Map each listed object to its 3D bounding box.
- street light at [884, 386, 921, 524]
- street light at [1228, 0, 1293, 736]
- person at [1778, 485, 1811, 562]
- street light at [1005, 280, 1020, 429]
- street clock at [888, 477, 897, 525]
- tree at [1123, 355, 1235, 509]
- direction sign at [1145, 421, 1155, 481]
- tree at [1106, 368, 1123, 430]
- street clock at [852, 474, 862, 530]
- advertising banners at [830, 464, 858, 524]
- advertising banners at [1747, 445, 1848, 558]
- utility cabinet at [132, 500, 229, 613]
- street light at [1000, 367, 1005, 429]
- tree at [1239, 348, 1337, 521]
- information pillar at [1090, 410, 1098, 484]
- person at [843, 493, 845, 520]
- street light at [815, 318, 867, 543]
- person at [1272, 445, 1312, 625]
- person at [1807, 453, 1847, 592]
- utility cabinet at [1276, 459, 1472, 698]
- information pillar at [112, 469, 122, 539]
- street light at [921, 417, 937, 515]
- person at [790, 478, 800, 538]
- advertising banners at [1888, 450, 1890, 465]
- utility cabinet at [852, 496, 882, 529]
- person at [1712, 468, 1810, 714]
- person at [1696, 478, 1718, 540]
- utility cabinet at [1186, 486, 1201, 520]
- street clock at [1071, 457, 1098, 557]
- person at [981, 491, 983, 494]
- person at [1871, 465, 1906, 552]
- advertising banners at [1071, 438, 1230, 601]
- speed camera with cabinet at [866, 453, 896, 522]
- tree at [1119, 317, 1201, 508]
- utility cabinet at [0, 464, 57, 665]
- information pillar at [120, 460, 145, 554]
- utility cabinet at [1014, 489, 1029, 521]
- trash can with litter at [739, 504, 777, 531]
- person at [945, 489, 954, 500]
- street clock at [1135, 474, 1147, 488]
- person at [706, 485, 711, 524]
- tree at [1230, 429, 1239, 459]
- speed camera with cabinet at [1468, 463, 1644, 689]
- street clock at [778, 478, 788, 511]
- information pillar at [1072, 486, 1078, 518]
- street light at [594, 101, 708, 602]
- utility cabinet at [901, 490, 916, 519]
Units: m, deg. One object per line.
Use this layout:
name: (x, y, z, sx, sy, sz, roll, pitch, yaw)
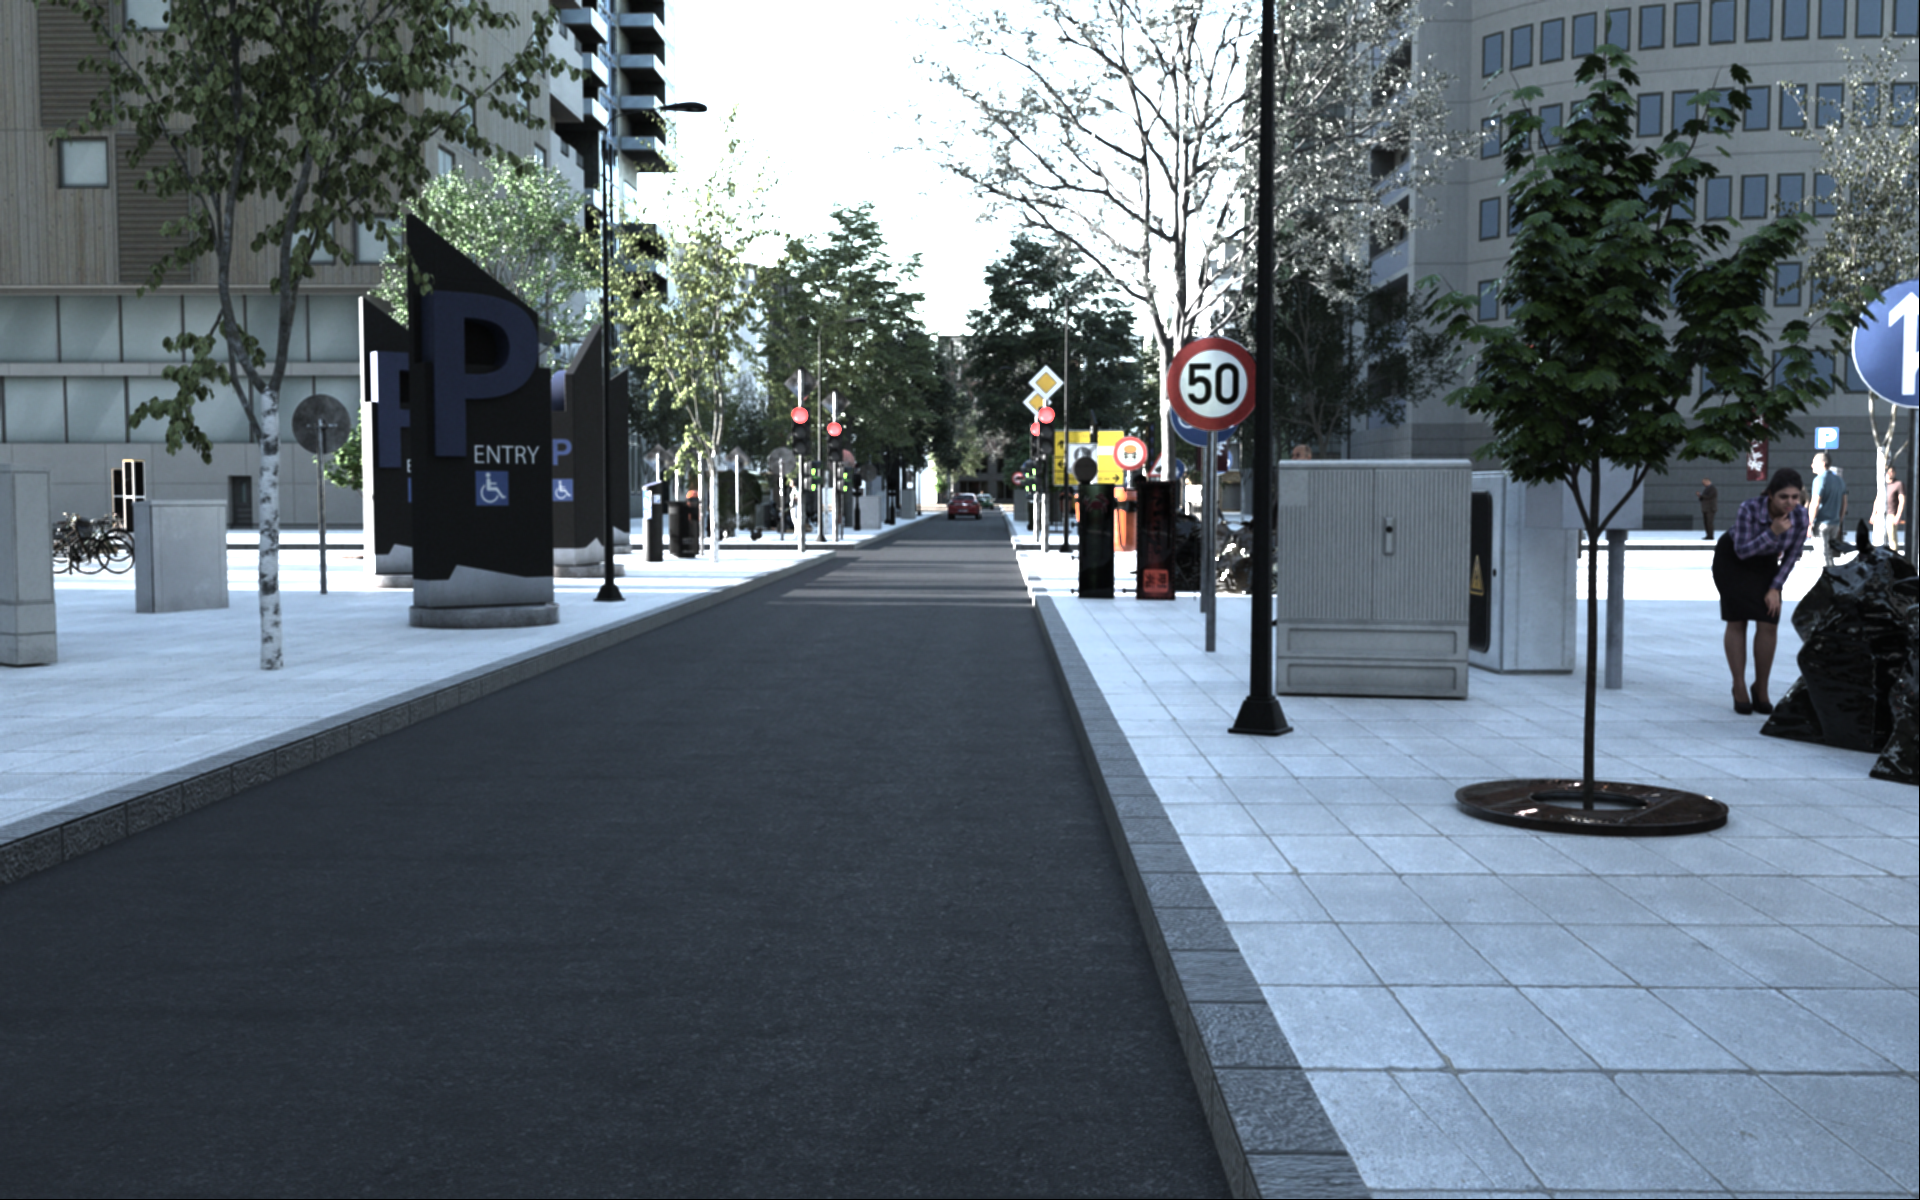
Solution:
street light: (-2.572, -6.234, 74.467, 1.470, 5.913, 1.316, 0, 4, 1)
street light: (1.082, -2.241, 9.186, 1.470, 5.913, 1.316, 0, 4, 1)
person: (15.729, -1.617, 33.016, 0.750, 1.759, 0.617, -2, 4, -27)
street light: (1.777, -3.983, 37.666, 1.470, 5.913, 1.316, 0, 4, 1)
street clock: (-2.831, -4.148, 72.396, 0.358, 2.002, 0.471, -2, 4, -24)
tree: (11.785, -8.603, 91.018, 4.737, 8.622, 4.395, 0, 3, 0)
direction sign: (5.950, -3.819, 54.435, 0.379, 3.537, 0.876, -1, 4, -12)
tree: (8.511, -9.122, 99.514, 4.737, 8.622, 4.395, 0, 3, 0)
street clock: (-3.622, -3.453, 61.025, 0.358, 2.002, 0.471, -1, 4, -13)
advertising banners: (-5.246, -4.801, 74.682, 2.074, 3.025, 0.090, 3, 5, 44)
advertising banners: (16.714, -2.357, 34.721, 2.074, 3.025, 0.090, 0, 4, 5)
utility cabinet: (-8.586, -0.485, 19.095, 0.306, 1.237, 1.020, 2, 4, 25)
street light: (2.148, -5.553, 63.334, 1.470, 5.913, 1.316, 0, 4, 1)
tree: (14.802, -7.621, 74.971, 4.360, 8.622, 3.978, 0, 3, 0)
information pillar: (3.704, -3.466, 48.020, 0.183, 3.616, 0.504, -1, 4, -12)
person: (-5.020, -4.341, 77.563, 0.434, 1.755, 0.990, -1, 4, -9)
street light: (-3.154, -4.479, 45.777, 1.470, 5.913, 1.316, 0, 4, 1)
person: (3.261, -0.616, 16.668, 0.434, 1.755, 0.990, -2, 4, -35)
person: (11.083, -0.982, 22.224, 0.598, 1.807, 0.434, -1, 4, -17)
utility cabinet: (2.606, -0.139, 10.954, 1.173, 1.500, 0.318, 1, 4, 12)
information pillar: (-24.262, -2.780, 49.951, 0.304, 2.012, 0.304, -2, 4, -25)
street light: (-1.900, -8.015, 103.592, 1.470, 5.913, 1.316, 0, 4, 1)
person: (-4.728, -2.650, 50.095, 0.376, 1.734, 0.841, 0, 4, 4)
advertising banners: (25.731, -3.179, 48.167, 0.090, 3.025, 2.074, 2, 4, 34)
utility cabinet: (-3.375, -3.168, 62.960, 1.020, 1.237, 0.306, 1, 4, 12)
person: (4.641, -0.045, 10.010, 0.421, 1.427, 0.697, 0, 3, 0)
person: (20.865, -2.549, 48.407, 0.600, 1.739, 0.565, -1, 4, -22)
utility cabinet: (6.373, -2.289, 46.101, 0.318, 1.500, 1.173, -1, 4, -13)
street clock: (2.428, -1.789, 33.824, 0.471, 2.002, 0.358, -1, 4, -10)
person: (2.515, -11.482, 196.226, 1.348, 1.824, 0.705, -1, 4, -9)
person: (16.884, -1.553, 31.562, 0.434, 1.807, 0.598, -1, 4, -12)
advertising banners: (2.348, -1.514, 20.946, 2.074, 3.025, 0.090, 1, 4, 22)
speed camera with cabinet: (-3.742, -5.334, 81.551, 0.660, 3.252, 2.038, -2, 4, -30)
tree: (13.587, -11.792, 110.932, 7.486, 12.596, 7.792, 0, 3, 0)
utility cabinet: (-7.328, -0.276, 13.186, 1.173, 1.500, 0.318, 3, 4, 36)
information pillar: (-17.780, -2.008, 37.329, 0.304, 2.012, 0.304, 2, 4, 23)
utility cabinet: (2.945, -4.488, 82.062, 0.318, 1.500, 1.173, -2, 4, -25)
trash can with litter: (-7.153, -3.055, 61.000, 2.233, 1.210, 1.678, 2, 4, 31)
person: (-1.059, -11.187, 189.085, 1.348, 1.807, 0.705, -1, 4, -14)
street clock: (6.636, -3.625, 63.832, 0.471, 2.002, 0.358, -1, 4, -15)
person: (-10.539, -4.069, 73.489, 0.530, 1.710, 0.541, 0, 4, 4)
tree: (13.378, -7.975, 80.752, 4.360, 8.622, 3.978, 0, 3, 0)
speed camera with cabinet: (4.098, -1.089, 12.147, 0.660, 3.252, 2.038, 0, 4, -2)
street clock: (-7.724, -4.360, 75.851, 0.471, 2.002, 0.358, -3, 4, -37)
information pillar: (6.271, -6.218, 93.026, 0.504, 3.616, 0.183, 2, 4, 35)
street light: (-3.678, -2.943, 20.652, 1.470, 5.913, 1.316, 0, 4, 1)
utility cabinet: (-2.631, -4.876, 88.394, 0.318, 1.500, 1.173, -2, 4, -28)
